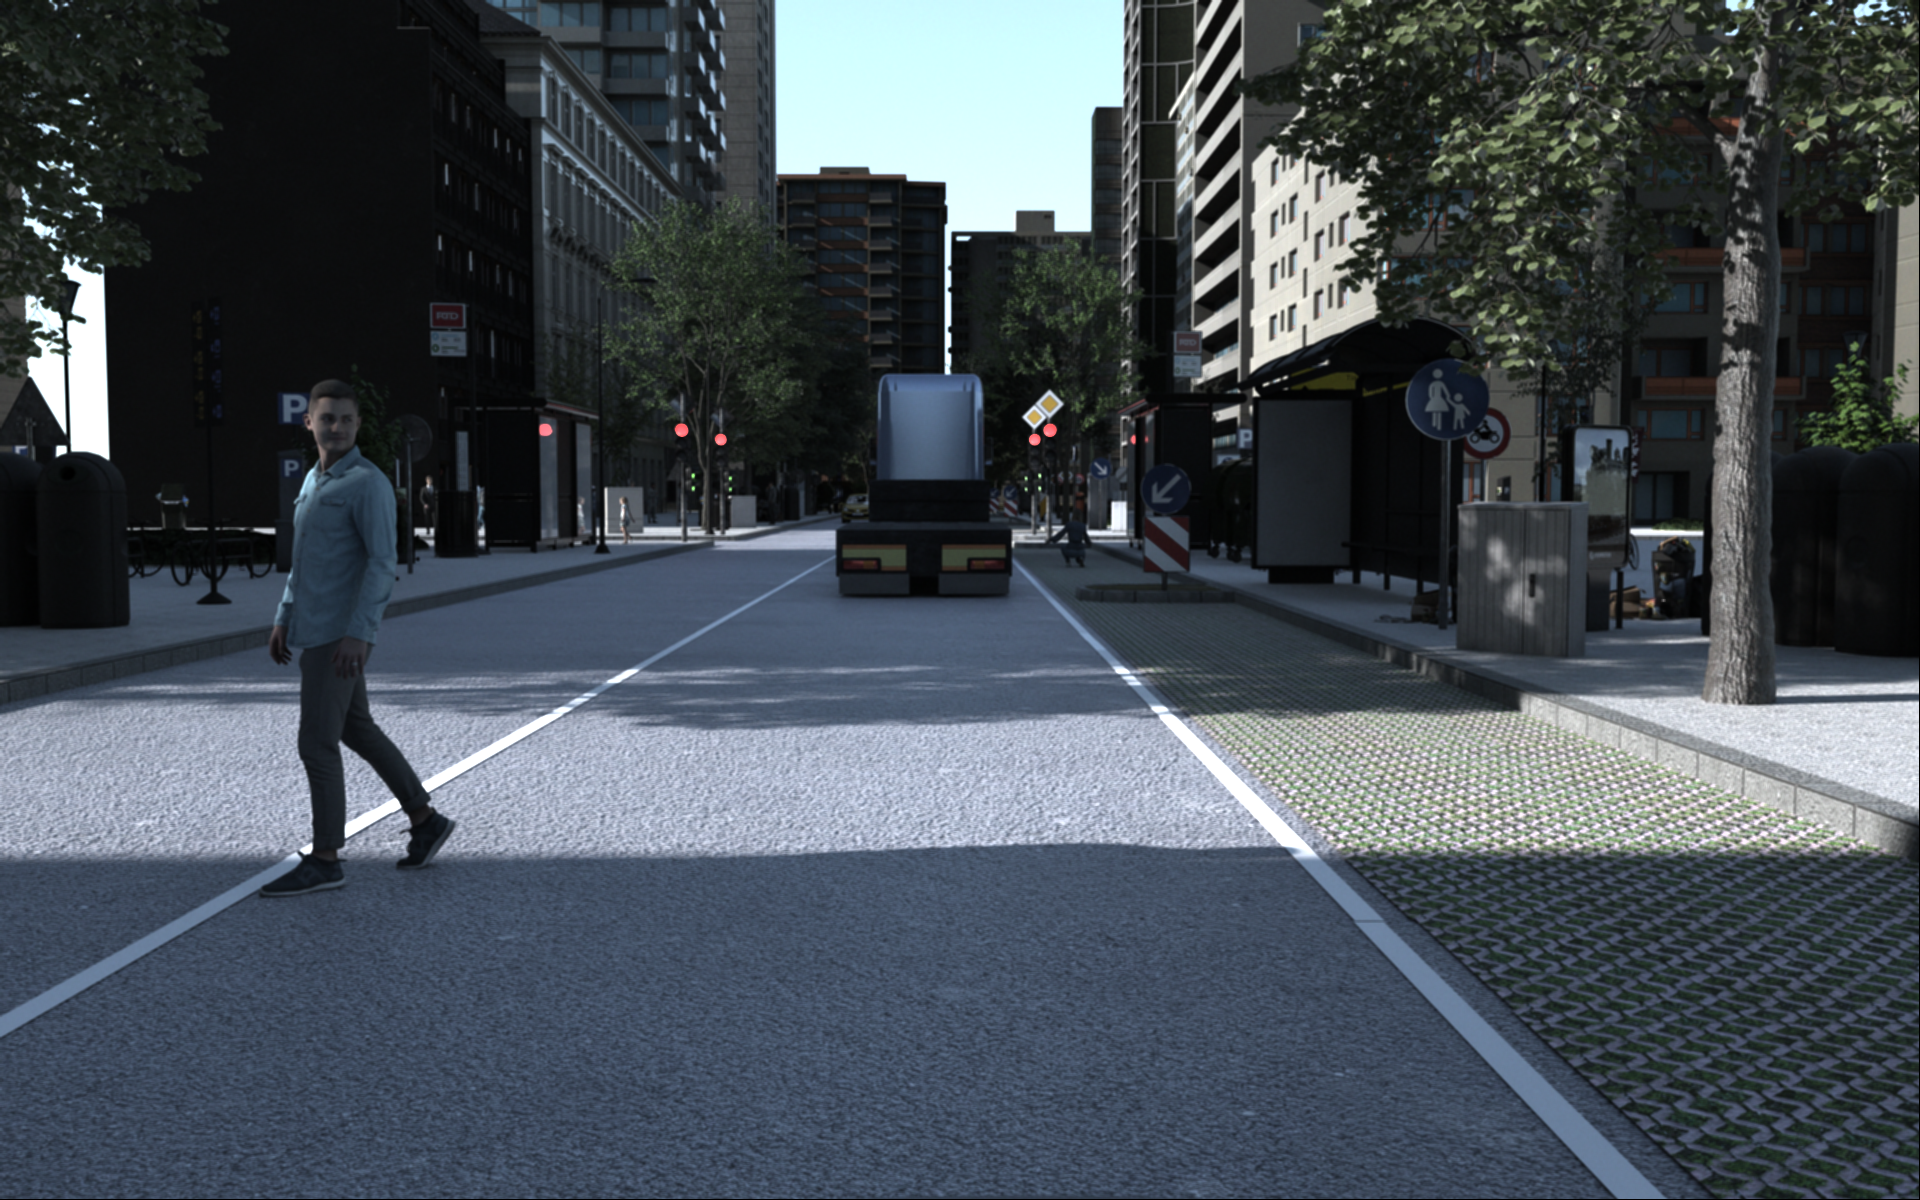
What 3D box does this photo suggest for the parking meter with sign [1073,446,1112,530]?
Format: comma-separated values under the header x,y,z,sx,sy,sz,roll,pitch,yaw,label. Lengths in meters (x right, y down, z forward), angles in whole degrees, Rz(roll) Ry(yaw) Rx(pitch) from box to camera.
x,y,z,sx,sy,sz,roll,pitch,yaw,label
4.976,-4.055,62.553,1.738,3.016,0.543,0,4,-3,parking meter with sign

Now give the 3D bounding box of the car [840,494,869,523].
x,y,z,sx,sy,sz,roll,pitch,yaw,label
-4.924,-4.640,86.090,2.015,1.641,3.980,0,4,1,car

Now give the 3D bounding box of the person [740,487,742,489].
x,y,z,sx,sy,sz,roll,pitch,yaw,label
-14.987,-6.791,117.643,0.480,1.755,0.524,3,5,43,person

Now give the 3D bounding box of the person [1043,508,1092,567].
x,y,z,sx,sy,sz,roll,pitch,yaw,label
2.143,-1.217,33.898,1.012,1.151,0.738,0,4,-4,person

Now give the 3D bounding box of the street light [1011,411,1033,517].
x,y,z,sx,sy,sz,roll,pitch,yaw,label
3.453,-7.561,96.170,1.470,5.913,1.316,0,4,0,street light

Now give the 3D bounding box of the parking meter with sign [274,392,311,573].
x,y,z,sx,sy,sz,roll,pitch,yaw,label
-11.206,-2.006,29.052,0.543,3.016,1.738,-1,4,-16,parking meter with sign

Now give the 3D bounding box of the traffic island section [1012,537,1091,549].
x,y,z,sx,sy,sz,roll,pitch,yaw,label
2.419,-1.488,46.602,2.009,0.180,2.903,0,4,0,traffic island section

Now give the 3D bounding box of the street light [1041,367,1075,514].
x,y,z,sx,sy,sz,roll,pitch,yaw,label
3.654,-5.570,63.616,1.470,5.913,1.316,0,4,0,street light

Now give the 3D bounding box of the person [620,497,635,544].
x,y,z,sx,sy,sz,roll,pitch,yaw,label
-8.563,-2.046,44.509,0.382,1.210,0.505,0,4,-2,person

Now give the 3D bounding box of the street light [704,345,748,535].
x,y,z,sx,sy,sz,roll,pitch,yaw,label
-7.326,-4.999,54.272,1.470,5.913,1.316,0,4,0,street light

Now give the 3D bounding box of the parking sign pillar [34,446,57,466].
x,y,z,sx,sy,sz,roll,pitch,yaw,label
-24.342,-3.525,46.101,1.447,3.967,1.447,-2,4,-23,parking sign pillar

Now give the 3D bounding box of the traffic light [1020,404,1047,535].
x,y,z,sx,sy,sz,roll,pitch,yaw,label
2.316,-4.009,54.472,0.839,4.253,0.868,0,4,0,traffic light

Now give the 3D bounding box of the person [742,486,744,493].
x,y,z,sx,sy,sz,roll,pitch,yaw,label
-15.455,-7.113,122.150,0.655,1.846,0.447,-1,4,-16,person

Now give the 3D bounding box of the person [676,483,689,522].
x,y,z,sx,sy,sz,roll,pitch,yaw,label
-12.733,-4.475,79.403,0.583,1.804,0.606,0,4,-8,person

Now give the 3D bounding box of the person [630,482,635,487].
x,y,z,sx,sy,sz,roll,pitch,yaw,label
-13.540,-3.991,71.524,0.478,1.798,0.641,0,4,7,person

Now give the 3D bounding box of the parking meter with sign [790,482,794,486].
x,y,z,sx,sy,sz,roll,pitch,yaw,label
-10.505,-6.978,110.349,1.738,3.016,0.543,0,4,3,parking meter with sign

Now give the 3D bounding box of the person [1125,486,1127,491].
x,y,z,sx,sy,sz,roll,pitch,yaw,label
10.001,-5.971,104.098,0.576,1.772,0.534,2,4,23,person

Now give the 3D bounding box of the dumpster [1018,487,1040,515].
x,y,z,sx,sy,sz,roll,pitch,yaw,label
4.227,-6.117,105.768,1.264,1.857,1.865,0,4,0,dumpster

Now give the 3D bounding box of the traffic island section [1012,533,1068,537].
x,y,z,sx,sy,sz,roll,pitch,yaw,label
2.356,-1.976,54.587,2.009,0.180,2.903,0,4,0,traffic island section

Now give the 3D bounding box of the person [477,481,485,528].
x,y,z,sx,sy,sz,roll,pitch,yaw,label
-18.017,-3.576,64.768,0.793,1.790,0.793,1,4,20,person

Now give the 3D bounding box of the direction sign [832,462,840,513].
x,y,z,sx,sy,sz,roll,pitch,yaw,label
-8.186,-7.499,114.602,0.379,3.537,0.876,2,4,33,direction sign

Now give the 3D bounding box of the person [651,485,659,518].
x,y,z,sx,sy,sz,roll,pitch,yaw,label
-16.094,-5.202,91.364,0.520,1.790,0.573,1,4,10,person

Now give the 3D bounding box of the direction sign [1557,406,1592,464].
x,y,z,sx,sy,sz,roll,pitch,yaw,label
15.769,-3.207,44.438,0.876,3.537,0.379,0,4,8,direction sign

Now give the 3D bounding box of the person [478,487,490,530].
x,y,z,sx,sy,sz,roll,pitch,yaw,label
-17.045,-3.412,62.180,0.623,1.781,0.721,1,4,11,person

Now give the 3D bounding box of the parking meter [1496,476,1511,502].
x,y,z,sx,sy,sz,roll,pitch,yaw,label
17.477,-3.058,55.708,0.399,1.863,0.255,-2,4,-25,parking meter

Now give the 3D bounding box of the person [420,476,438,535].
x,y,z,sx,sy,sz,roll,pitch,yaw,label
-16.626,-2.977,54.486,0.659,1.850,0.755,-2,4,-30,person

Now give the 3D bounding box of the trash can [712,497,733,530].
x,y,z,sx,sy,sz,roll,pitch,yaw,label
-8.541,-3.095,62.259,0.748,1.137,0.748,0,3,0,trash can

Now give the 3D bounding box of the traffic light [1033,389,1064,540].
x,y,z,sx,sy,sz,roll,pitch,yaw,label
2.379,-3.521,46.487,0.839,4.253,0.868,0,4,0,traffic light

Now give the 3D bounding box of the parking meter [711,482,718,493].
x,y,z,sx,sy,sz,roll,pitch,yaw,label
-11.710,-4.677,82.185,0.399,1.863,0.255,2,4,31,parking meter

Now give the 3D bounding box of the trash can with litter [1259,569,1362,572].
x,y,z,sx,sy,sz,roll,pitch,yaw,label
6.082,-1.103,29.090,2.233,1.210,1.678,0,4,-2,trash can with litter

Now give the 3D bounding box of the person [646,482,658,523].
x,y,z,sx,sy,sz,roll,pitch,yaw,label
-13.527,-4.288,76.325,0.466,1.800,0.511,2,4,33,person

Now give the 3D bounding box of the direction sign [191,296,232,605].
x,y,z,sx,sy,sz,roll,pitch,yaw,label
-8.737,-1.724,20.184,0.379,3.537,0.876,-3,5,-44,direction sign

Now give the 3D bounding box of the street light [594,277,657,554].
x,y,z,sx,sy,sz,roll,pitch,yaw,label
-7.188,-3.957,37.246,1.470,5.913,1.316,0,4,0,street light

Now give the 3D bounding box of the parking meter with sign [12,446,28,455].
x,y,z,sx,sy,sz,roll,pitch,yaw,label
-29.066,-3.560,54.463,0.543,3.016,1.738,0,4,-4,parking meter with sign

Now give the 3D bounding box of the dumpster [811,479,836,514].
x,y,z,sx,sy,sz,roll,pitch,yaw,label
-8.782,-6.641,111.068,1.502,2.255,1.985,0,4,0,dumpster

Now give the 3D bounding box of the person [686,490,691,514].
x,y,z,sx,sy,sz,roll,pitch,yaw,label
-17.413,-6.380,110.379,0.654,1.822,0.581,-2,4,-25,person

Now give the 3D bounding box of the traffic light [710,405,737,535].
x,y,z,sx,sy,sz,roll,pitch,yaw,label
-7.444,-4.004,54.380,0.839,4.253,0.868,0,4,0,traffic light

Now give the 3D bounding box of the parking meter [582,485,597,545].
x,y,z,sx,sy,sz,roll,pitch,yaw,label
-9.406,-2.169,43.872,0.372,1.533,0.369,0,3,0,parking meter

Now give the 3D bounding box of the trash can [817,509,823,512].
x,y,z,sx,sy,sz,roll,pitch,yaw,label
-10.274,-6.981,125.789,0.748,1.137,0.748,0,3,0,trash can

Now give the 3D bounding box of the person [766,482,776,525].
x,y,z,sx,sy,sz,roll,pitch,yaw,label
-7.928,-4.067,72.715,0.473,1.802,0.592,0,4,-2,person

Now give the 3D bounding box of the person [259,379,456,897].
x,y,z,sx,sy,sz,roll,pitch,yaw,label
-2.200,0.123,6.345,0.748,1.841,0.638,-2,4,-32,person

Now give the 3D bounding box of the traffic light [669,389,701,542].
x,y,z,sx,sy,sz,roll,pitch,yaw,label
-7.382,-3.515,46.395,0.839,4.253,0.868,0,4,0,traffic light

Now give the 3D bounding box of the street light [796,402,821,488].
x,y,z,sx,sy,sz,roll,pitch,yaw,label
-7.682,-7.027,87.425,1.470,5.913,1.316,0,4,0,street light

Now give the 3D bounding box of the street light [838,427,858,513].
x,y,z,sx,sy,sz,roll,pitch,yaw,label
-7.743,-9.027,120.127,1.470,5.913,1.316,0,4,0,street light

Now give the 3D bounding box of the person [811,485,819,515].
x,y,z,sx,sy,sz,roll,pitch,yaw,label
-8.949,-6.199,107.202,0.447,1.846,0.655,0,4,6,person

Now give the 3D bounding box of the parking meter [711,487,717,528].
x,y,z,sx,sy,sz,roll,pitch,yaw,label
-9.252,-3.440,64.653,0.372,1.533,0.369,0,3,0,parking meter

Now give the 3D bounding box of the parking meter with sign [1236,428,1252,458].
x,y,z,sx,sy,sz,roll,pitch,yaw,label
7.694,-2.993,45.195,0.543,3.016,1.738,0,4,-8,parking meter with sign
